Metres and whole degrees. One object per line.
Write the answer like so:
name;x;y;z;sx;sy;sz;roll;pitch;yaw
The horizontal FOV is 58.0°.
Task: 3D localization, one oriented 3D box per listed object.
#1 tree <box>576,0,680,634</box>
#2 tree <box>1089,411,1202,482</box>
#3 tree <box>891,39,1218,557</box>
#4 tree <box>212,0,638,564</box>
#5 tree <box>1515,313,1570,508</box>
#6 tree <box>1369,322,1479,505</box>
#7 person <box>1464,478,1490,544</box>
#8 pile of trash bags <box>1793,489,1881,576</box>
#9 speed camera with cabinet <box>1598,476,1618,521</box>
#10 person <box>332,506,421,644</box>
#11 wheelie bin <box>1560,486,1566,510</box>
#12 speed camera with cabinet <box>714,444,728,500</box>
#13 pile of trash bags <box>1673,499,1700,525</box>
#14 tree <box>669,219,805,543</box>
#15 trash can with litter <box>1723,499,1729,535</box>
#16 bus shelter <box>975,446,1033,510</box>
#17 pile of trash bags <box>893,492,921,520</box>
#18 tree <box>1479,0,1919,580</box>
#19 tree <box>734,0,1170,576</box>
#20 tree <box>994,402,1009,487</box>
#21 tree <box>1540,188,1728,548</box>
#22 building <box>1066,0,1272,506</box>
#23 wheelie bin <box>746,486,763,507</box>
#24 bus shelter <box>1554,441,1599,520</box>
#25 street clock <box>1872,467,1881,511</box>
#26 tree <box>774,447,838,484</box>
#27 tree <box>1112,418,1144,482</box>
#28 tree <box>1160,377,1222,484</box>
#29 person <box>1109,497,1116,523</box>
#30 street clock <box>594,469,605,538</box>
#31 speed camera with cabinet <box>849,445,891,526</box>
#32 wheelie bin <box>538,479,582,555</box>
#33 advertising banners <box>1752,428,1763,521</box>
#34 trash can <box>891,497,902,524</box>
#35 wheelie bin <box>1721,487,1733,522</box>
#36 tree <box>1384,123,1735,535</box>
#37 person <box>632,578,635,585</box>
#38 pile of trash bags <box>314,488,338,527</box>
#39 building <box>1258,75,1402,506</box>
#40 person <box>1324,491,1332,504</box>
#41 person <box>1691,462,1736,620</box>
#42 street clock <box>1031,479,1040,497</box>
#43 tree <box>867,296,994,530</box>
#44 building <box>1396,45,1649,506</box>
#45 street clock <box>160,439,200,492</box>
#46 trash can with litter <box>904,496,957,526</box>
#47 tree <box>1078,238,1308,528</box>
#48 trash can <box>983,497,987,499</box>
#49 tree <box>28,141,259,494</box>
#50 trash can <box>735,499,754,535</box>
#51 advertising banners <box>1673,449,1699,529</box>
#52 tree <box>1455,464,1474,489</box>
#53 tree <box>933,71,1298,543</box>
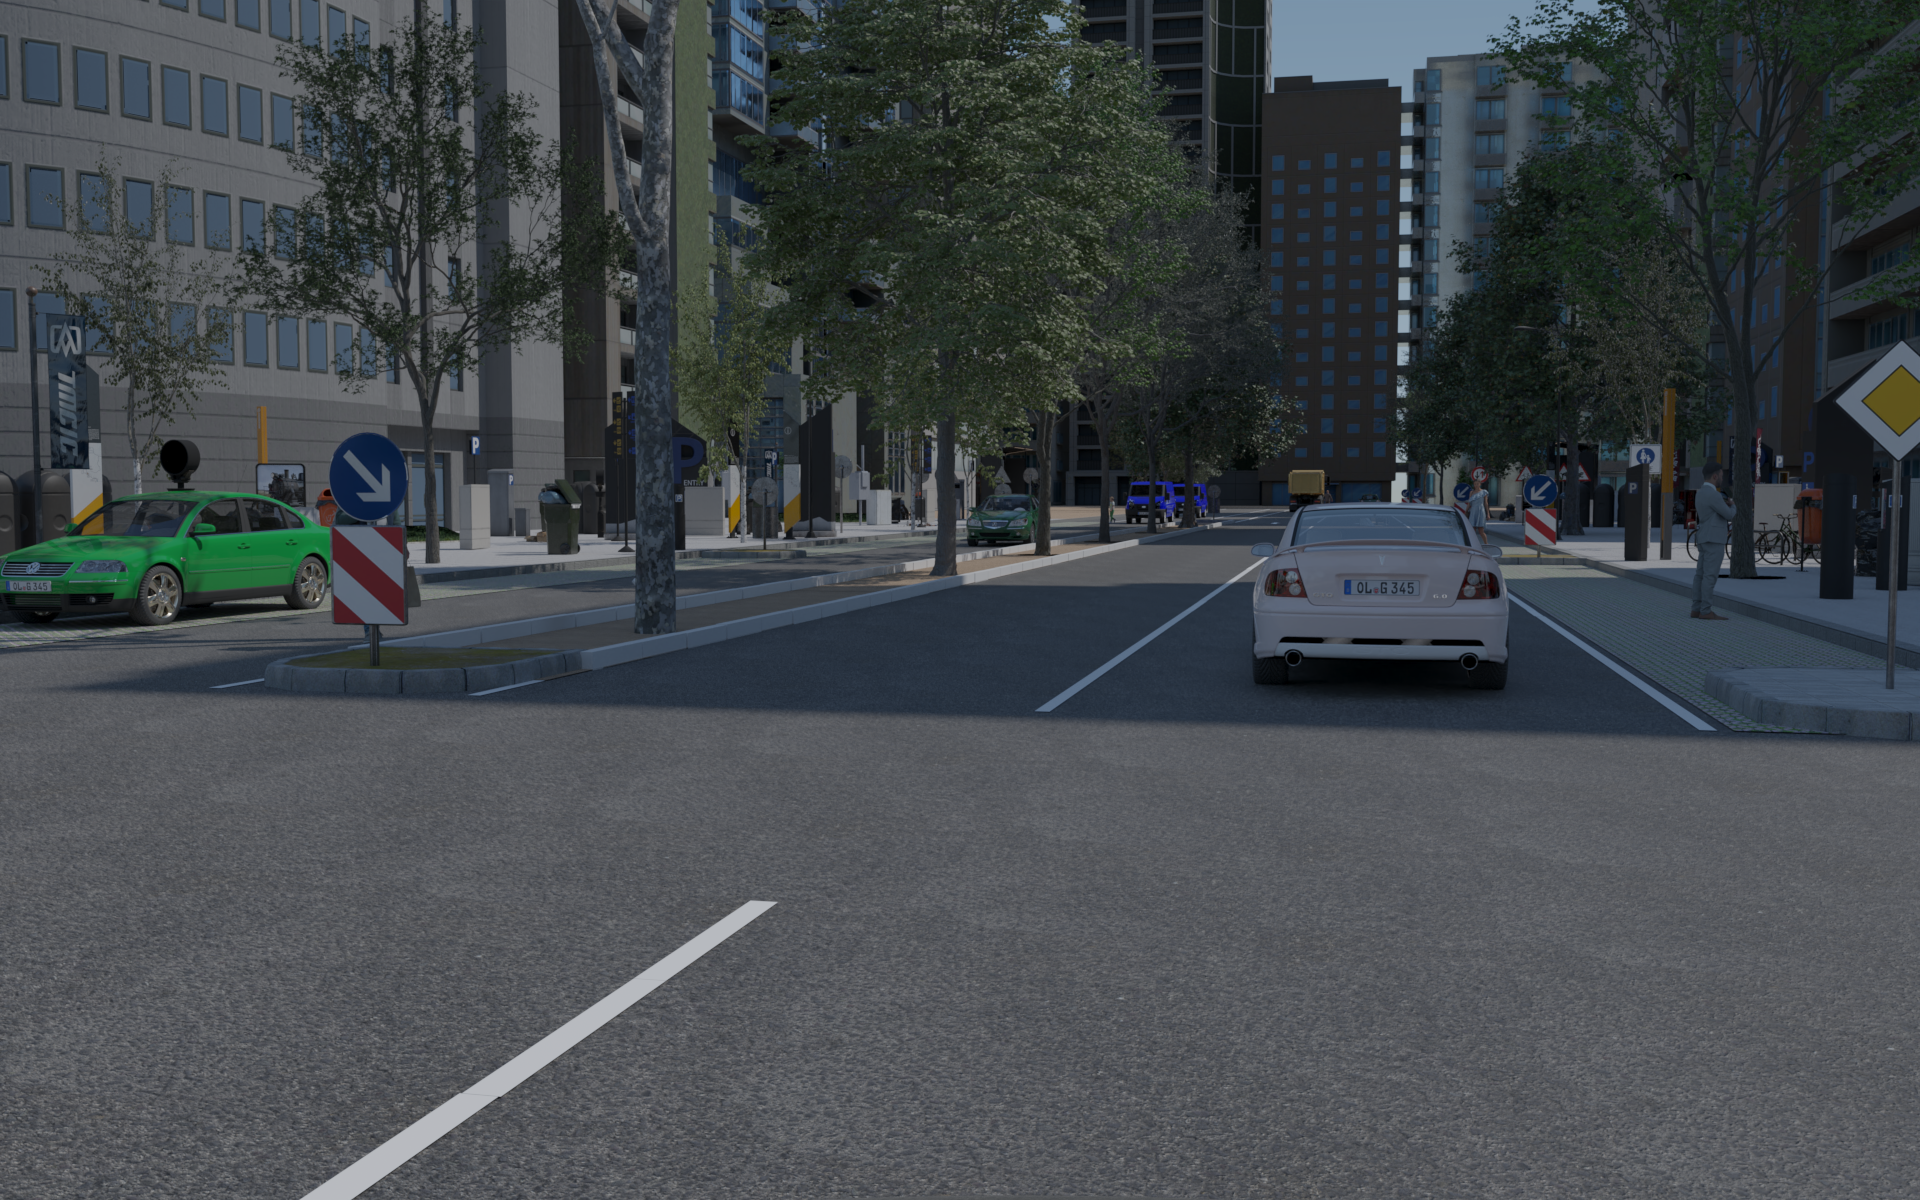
tree;-4.121;-9.782;18.282;12.611;20.169;13.585;0;3;0
tree;14.557;-12.258;134.833;8.767;10.594;7.601;-1;4;-11
tree;1.994;-6.805;39.479;9.928;11.665;9.643;0;3;0
tree;-9.677;-5.971;32.039;8.767;10.594;7.601;0;4;7
tree;22.020;-7.113;66.661;4.737;8.622;4.395;0;3;0
tree;34.278;-13.032;123.441;12.009;13.543;11.850;0;3;0
person;12.423;-2.021;41.634;0.778;1.811;0.616;-3;5;-44
pile of trash bags;14.730;-1.082;27.443;1.912;1.369;3.447;-2;4;-25
speed camera with cabinet;30.945;-5.414;82.860;2.038;3.252;0.660;0;4;3
person;-5.453;-0.476;16.264;0.794;1.824;0.713;-2;4;-35
wheelie bin;24.492;-3.759;69.364;0.980;1.594;0.693;0;4;4
speed camera with cabinet;-9.745;-4.566;68.983;0.660;3.252;2.038;-3;4;-37
pile of trash bags;31.571;-3.859;72.844;3.447;1.369;1.912;2;4;34
tree;-5.921;-5.812;45.389;4.737;8.622;4.395;0;3;0
trash can with litter;18.979;-1.963;43.481;0.624;1.170;1.055;2;4;25
bus shelter;2.251;-5.840;86.768;1.731;3.624;6.357;1;4;13
pile of trash bags;-2.380;-4.656;85.882;1.912;1.369;3.447;1;4;13
tree;11.858;-6.139;26.130;9.928;11.665;9.643;0;3;0
tree;-0.264;-6.715;30.382;7.486;12.596;7.792;0;3;0
tree;0.352;-7.648;75.403;4.737;8.622;4.395;0;3;0
tree;16.033;-5.529;40.769;4.360;8.622;3.978;0;3;0
building;23.857;-46.221;193.963;20.611;71.187;20.563;1;4;13
wheelie bin;-8.083;-3.660;67.744;0.693;1.594;0.980;-3;5;-40
bus shelter;27.994;-5.384;79.319;1.731;3.624;6.357;1;4;13
street clock;24.355;-2.536;46.033;0.358;2.002;0.471;-1;4;-17
tree;-7.975;-6.501;90.009;4.285;4.588;4.351;0;3;0
tree;12.691;-10.632;124.198;4.360;8.622;3.978;0;3;0
tree;21.845;-15.754;164.236;9.857;13.997;8.962;0;3;0
person;7.513;-4.442;85.373;0.306;1.304;0.590;3;5;41
street clock;-10.524;-2.821;50.694;0.358;2.002;0.471;-1;4;-9
speed camera with cabinet;-3.667;-4.677;70.811;0.660;3.252;2.038;3;4;37
wheelie bin;-8.470;-1.765;36.766;0.693;1.594;0.980;0;4;7
advertising banners;20.605;-2.997;45.191;0.090;3.025;2.074;3;5;40
trash can;-2.882;-3.875;75.011;0.748;1.137;0.748;0;3;0
wheelie bin;35.339;-4.408;79.985;0.980;1.594;0.693;-3;5;-43
tree;19.167;-8.373;53.906;9.611;12.733;9.660;0;3;0
person;-4.557;-1.002;25.554;0.598;1.740;0.731;-2;4;-31
pile of trash bags;-11.247;-1.076;27.352;3.447;1.369;1.912;0;4;-1
building;40.205;-32.911;188.197;14.200;45.320;14.600;1;4;13
person;34.023;-9.250;160.287;0.990;1.755;0.434;3;4;38
person;8.620;-0.677;19.742;0.466;1.800;0.511;-1;4;-9
street clock;3.625;-4.789;82.871;0.471;2.002;0.358;0;4;7
tree;-1.647;-6.833;62.078;4.737;8.622;4.395;0;3;0
building;62.865;-34.702;186.986;30.456;49.044;23.786;1;4;13
street clock;-10.385;-1.134;23.108;0.471;2.002;0.358;1;4;18
trash can with litter;-1.278;-3.550;69.107;2.233;1.210;1.678;1;4;11
tree;9.647;-9.366;72.602;9.611;12.733;9.660;0;3;0
trash can;1.478;-4.344;82.676;0.748;1.137;0.748;0;3;0
tree;-17.513;-5.315;37.271;4.360;8.622;3.978;0;3;0
trash can;-6.829;-2.627;54.611;0.748;1.137;0.748;0;3;0
advertising banners;26.556;-4.079;62.876;2.074;3.025;0.090;-1;4;-13
tree;31.538;-6.977;108.675;1.663;3.219;1.824;0;3;0
tree;4.238;-8.405;50.242;12.009;13.543;11.850;0;3;0
